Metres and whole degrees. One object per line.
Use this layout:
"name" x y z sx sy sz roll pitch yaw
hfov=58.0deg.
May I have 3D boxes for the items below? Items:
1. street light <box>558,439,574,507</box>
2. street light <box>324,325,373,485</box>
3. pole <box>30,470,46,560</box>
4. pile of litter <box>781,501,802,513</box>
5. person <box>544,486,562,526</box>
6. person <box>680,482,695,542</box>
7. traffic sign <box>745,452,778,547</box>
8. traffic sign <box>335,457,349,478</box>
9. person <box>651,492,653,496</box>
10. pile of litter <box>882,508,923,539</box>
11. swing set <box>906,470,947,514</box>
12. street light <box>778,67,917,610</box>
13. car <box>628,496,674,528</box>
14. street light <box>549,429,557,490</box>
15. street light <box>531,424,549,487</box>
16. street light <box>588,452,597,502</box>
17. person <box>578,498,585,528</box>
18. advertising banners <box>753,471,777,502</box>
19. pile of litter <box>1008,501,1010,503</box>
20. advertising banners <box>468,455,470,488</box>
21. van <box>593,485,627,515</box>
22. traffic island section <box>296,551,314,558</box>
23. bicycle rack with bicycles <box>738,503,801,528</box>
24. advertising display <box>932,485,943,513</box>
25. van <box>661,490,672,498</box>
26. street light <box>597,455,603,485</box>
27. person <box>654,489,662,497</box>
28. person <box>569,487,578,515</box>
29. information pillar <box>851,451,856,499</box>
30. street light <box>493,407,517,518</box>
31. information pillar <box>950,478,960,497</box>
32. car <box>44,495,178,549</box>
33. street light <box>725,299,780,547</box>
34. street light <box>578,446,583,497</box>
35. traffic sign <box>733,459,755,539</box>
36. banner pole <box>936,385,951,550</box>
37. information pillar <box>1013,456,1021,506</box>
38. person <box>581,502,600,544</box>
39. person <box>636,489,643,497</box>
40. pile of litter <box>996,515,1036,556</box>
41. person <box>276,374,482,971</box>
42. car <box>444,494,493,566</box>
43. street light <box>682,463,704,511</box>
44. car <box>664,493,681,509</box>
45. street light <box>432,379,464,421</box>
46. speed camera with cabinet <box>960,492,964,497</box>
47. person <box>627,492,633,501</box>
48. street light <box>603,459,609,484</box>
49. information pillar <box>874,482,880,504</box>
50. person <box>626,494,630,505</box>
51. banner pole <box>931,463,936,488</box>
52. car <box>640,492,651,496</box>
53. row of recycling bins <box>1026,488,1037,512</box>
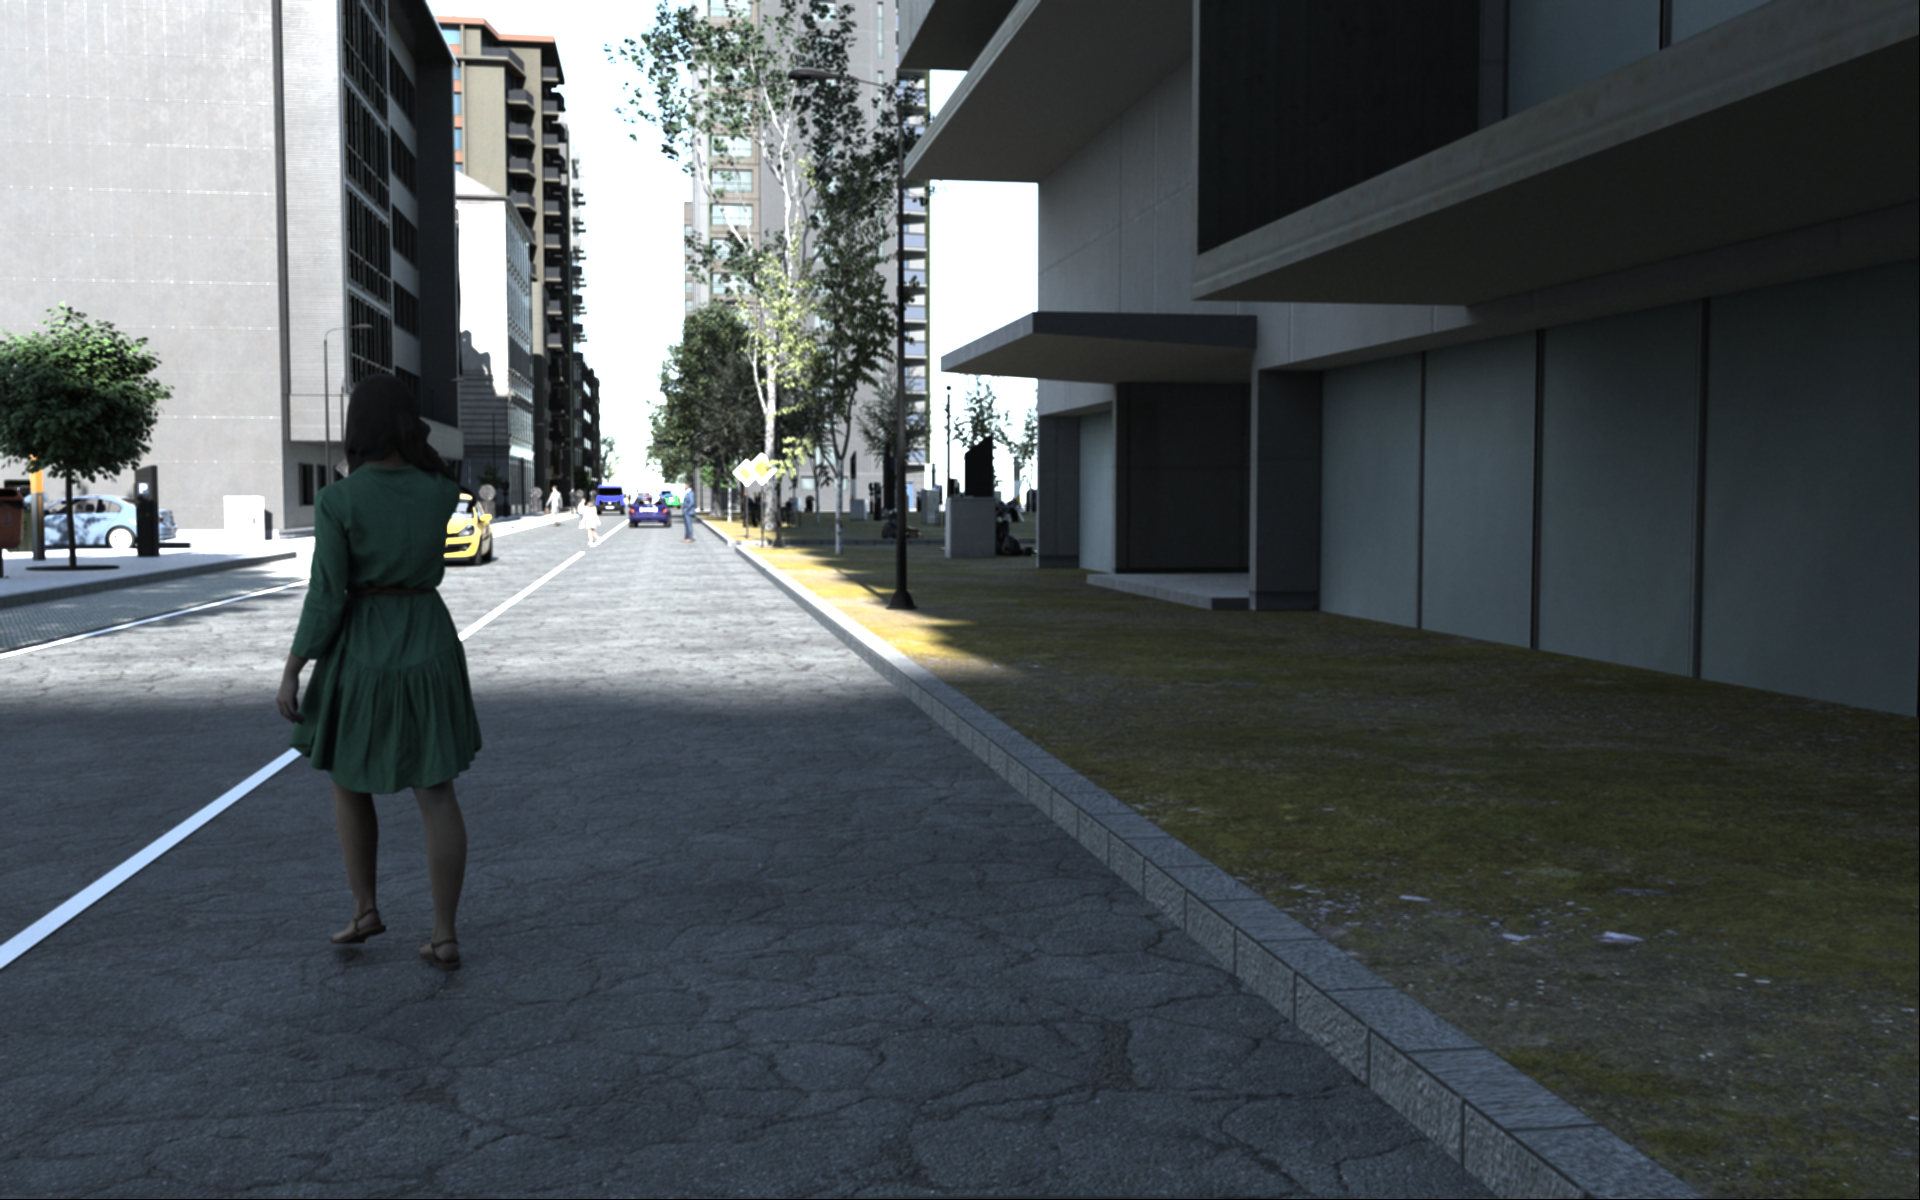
"street light" -33.360 -10.578 145.490 1.470 5.913 1.316 -1 4 -10
"street light" -16.782 -4.584 47.497 1.470 5.913 1.316 -1 4 -10
"pole" -17.848 -2.424 33.469 0.158 3.312 0.155 0 3 0
"pile of litter" -11.456 -6.314 117.195 1.719 0.858 1.176 -1 4 -14
"person" -18.251 -4.241 77.955 0.853 1.813 0.709 2 4 32
"person" -8.126 -2.639 51.833 0.419 1.800 0.721 -1 4 -21
"traffic sign" -4.754 -2.321 41.590 0.795 2.450 0.064 -1 4 -10
"traffic sign" -14.020 -2.227 40.048 0.795 2.450 0.064 -1 4 -10
"person" -45.797 -15.150 256.925 0.721 1.743 1.217 0 4 -1
"pile of litter" -1.625 -2.234 50.497 1.176 0.858 1.719 3 4 38
"swing set" -2.344 -7.162 114.714 3.119 2.851 2.862 0 4 -5
"street light" -1.190 -2.849 19.127 1.470 5.913 1.316 -1 4 -10
"car" -13.422 -3.824 75.106 1.945 1.354 3.894 0 4 -8
"street light" -29.598 -9.219 123.272 1.470 5.913 1.316 -1 4 -10
"street light" -28.124 -8.674 114.360 1.470 5.913 1.316 -1 4 -10
"street light" -40.898 -13.307 190.115 1.470 5.913 1.316 -1 4 -10
"person" -16.007 -3.679 73.342 0.352 1.250 0.332 0 4 8
"advertising banners" -13.667 -7.733 122.620 2.074 3.025 0.090 1 4 18
"pile of litter" 3.227 -6.462 119.623 1.176 0.858 1.719 1 4 16
"advertising banners" -21.739 -4.926 76.725 0.090 3.025 2.074 -1 4 -16
"van" -24.156 -7.055 119.738 2.240 2.365 5.245 -1 4 -10
"traffic island section" -14.042 -1.090 40.106 2.009 0.180 2.903 -1 4 -10
"bicycle rack with bicycles" -7.441 -3.280 67.005 2.852 0.926 2.925 1 4 10
"advertising display" -1.532 -6.889 117.853 0.123 1.923 0.974 -3 5 -42
"van" -46.031 -16.327 271.324 2.240 2.365 5.245 -1 4 -10
"street light" -43.377 -14.216 204.977 1.470 5.913 1.316 -1 4 -10
"person" -20.015 -6.481 114.816 0.623 1.781 0.721 0 4 5
"person" -26.838 -6.878 120.312 0.648 1.900 0.474 0 4 1
"information pillar" -5.794 -6.293 94.252 0.183 3.616 0.504 -2 4 -32
"street light" -24.226 -7.316 92.165 1.470 5.913 1.316 -1 4 -10
"information pillar" -0.280 -4.625 80.110 0.304 2.012 0.304 2 4 35
"car" -22.194 -1.934 43.623 4.499 1.417 2.014 -1 4 -8
"street light" -4.903 -4.219 41.517 1.470 5.913 1.316 -1 4 -10
"street light" -37.208 -11.948 167.885 1.470 5.913 1.316 -1 4 -10
"traffic sign" -6.087 -2.803 49.464 0.795 2.450 0.064 -1 4 -10
"banner pole" -0.272 -3.065 40.135 0.401 3.779 0.863 0 4 -3
"information pillar" 3.482 -7.032 106.320 0.504 3.616 0.183 -2 4 -32
"person" -10.512 -2.188 49.293 0.505 1.210 0.382 -3 5 -43
"person" -21.831 -6.661 117.762 0.721 1.781 0.623 -2 4 -32
"pile of litter" 0.933 -1.376 36.462 1.176 0.858 1.719 -3 4 -37
"person" -1.742 0.211 5.297 0.529 1.795 0.600 3 5 40
"car" -10.615 -1.551 35.587 2.015 1.641 3.980 -1 4 -10
"street light" -20.165 -9.716 131.391 1.470 5.913 1.316 -1 4 -10
"car" -28.099 -9.770 168.539 1.959 1.807 4.718 -1 4 -11
"street light" -20.620 -5.943 69.702 1.470 5.913 1.316 -1 4 -10
"speed camera with cabinet" 0.360 -7.209 112.197 2.038 3.252 0.660 -1 4 -22
"person" -50.290 -15.577 263.898 0.721 1.735 1.217 2 4 32
"street light" -47.197 -15.575 227.185 1.470 5.913 1.316 -1 4 -10
"information pillar" -5.242 -6.437 109.733 0.304 2.012 0.304 3 4 38
"person" -44.376 -13.448 231.636 0.557 1.426 1.065 1 4 14
"banner pole" -1.760 -8.065 121.882 0.401 3.779 0.863 -3 5 -40
"car" -50.418 -16.409 276.963 2.281 1.827 5.304 -1 4 -11
"row of recycling bins" 5.864 -7.234 125.389 1.069 1.692 3.534 -2 4 -26
